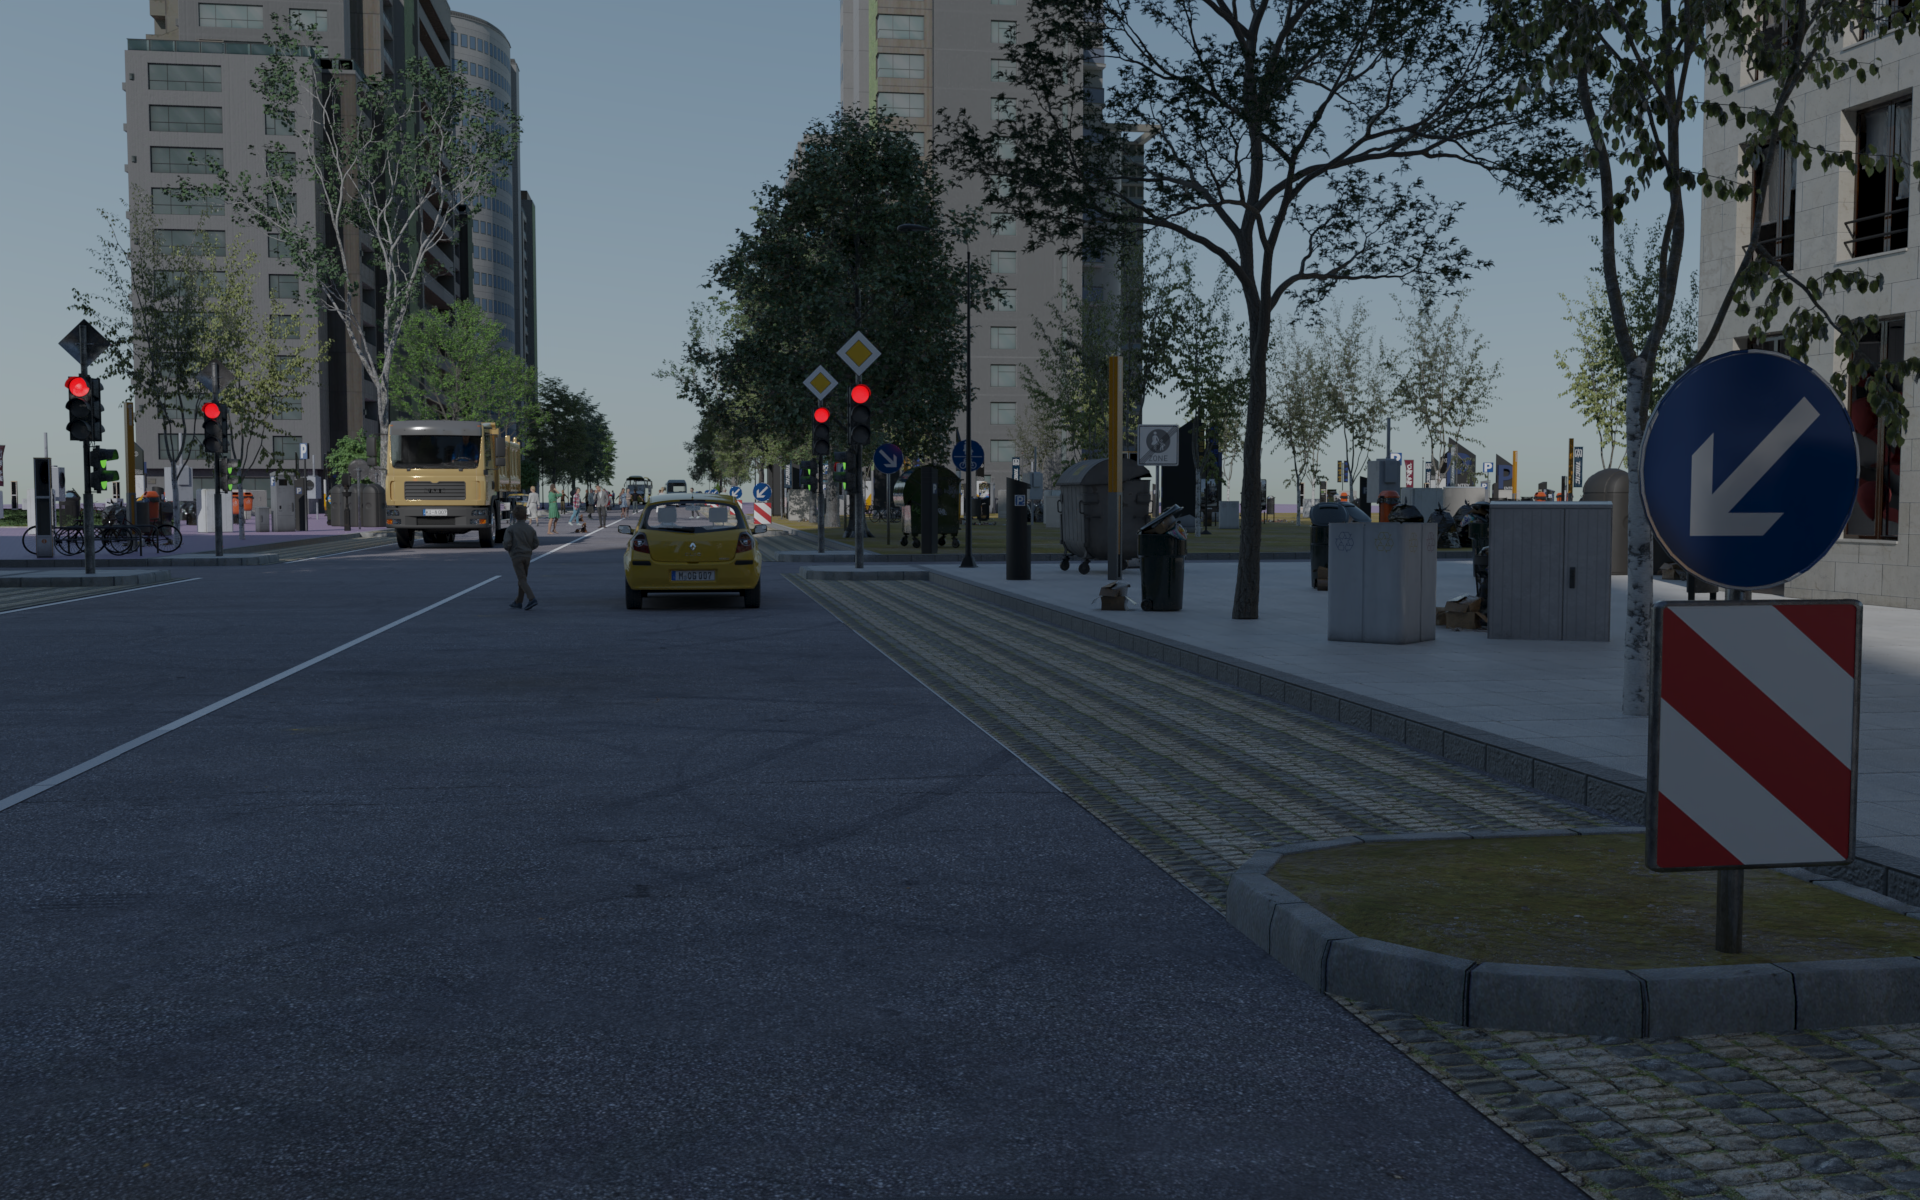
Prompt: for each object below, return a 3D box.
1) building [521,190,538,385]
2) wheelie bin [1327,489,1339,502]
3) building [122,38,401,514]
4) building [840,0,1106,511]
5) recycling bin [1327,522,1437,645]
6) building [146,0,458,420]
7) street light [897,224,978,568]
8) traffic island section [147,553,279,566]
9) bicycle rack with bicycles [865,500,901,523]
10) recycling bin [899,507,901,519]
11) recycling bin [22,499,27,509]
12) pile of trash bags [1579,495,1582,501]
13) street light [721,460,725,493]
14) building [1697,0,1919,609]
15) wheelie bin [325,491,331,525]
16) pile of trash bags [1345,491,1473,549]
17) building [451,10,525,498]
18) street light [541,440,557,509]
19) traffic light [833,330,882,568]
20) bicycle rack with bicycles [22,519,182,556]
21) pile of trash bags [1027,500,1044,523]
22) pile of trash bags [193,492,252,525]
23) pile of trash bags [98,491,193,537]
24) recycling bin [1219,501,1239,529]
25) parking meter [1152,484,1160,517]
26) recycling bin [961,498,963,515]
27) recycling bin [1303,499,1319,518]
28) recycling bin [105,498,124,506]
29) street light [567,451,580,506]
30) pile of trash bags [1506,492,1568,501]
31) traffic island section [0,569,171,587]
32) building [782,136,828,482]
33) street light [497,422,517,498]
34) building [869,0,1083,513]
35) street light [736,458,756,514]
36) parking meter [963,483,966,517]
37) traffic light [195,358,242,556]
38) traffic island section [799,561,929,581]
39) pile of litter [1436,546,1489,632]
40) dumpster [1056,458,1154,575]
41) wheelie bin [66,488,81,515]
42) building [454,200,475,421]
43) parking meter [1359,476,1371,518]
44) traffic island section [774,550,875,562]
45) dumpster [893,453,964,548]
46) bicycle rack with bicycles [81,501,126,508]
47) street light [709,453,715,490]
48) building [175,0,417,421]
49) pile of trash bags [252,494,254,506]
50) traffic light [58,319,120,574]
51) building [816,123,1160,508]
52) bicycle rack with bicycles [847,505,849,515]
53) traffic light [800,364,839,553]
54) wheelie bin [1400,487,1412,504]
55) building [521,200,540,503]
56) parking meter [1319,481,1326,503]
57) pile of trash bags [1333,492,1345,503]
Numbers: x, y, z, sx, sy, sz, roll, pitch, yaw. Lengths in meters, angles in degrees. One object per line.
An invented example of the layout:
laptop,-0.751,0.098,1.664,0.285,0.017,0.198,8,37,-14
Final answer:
building,-67.965,-36.523,247.254,14.600,45.320,14.200,-1,4,-9
wheelie bin,23.921,-6.324,111.301,0.980,1.594,0.693,-1,4,-12
building,-45.578,-20.983,114.773,14.160,30.474,14.107,-1,4,-9
building,0.634,-36.800,143.680,21.231,58.520,28.212,-1,4,-9
recycling bin,3.701,-0.160,15.175,0.722,1.027,0.722,3,5,39
building,-54.760,-31.908,145.390,21.300,48.544,21.600,-1,4,-9
street light,-0.385,-3.516,30.035,1.470,5.913,1.316,-1,4,-9
traffic island section,-15.336,-0.828,35.818,2.009,0.180,2.903,-1,4,-9
bicycle rack with bicycles,-2.681,-3.948,77.925,2.925,0.926,2.852,-1,4,-21
recycling bin,-2.926,-4.808,91.160,0.722,1.027,0.722,0,4,-3
recycling bin,-51.849,-5.137,96.549,0.722,1.027,0.722,-2,4,-26
pile of trash bags,42.517,-6.650,118.484,3.447,1.369,1.912,2,4,32
street light,-20.039,-10.903,150.802,1.470,5.913,1.316,-1,4,-9
building,16.398,-9.827,15.427,10.420,20.320,16.860,-1,4,-9
wheelie bin,-25.633,-3.860,71.019,0.693,1.594,0.980,-1,4,-14
pile of trash bags,11.297,-1.998,42.426,1.912,1.369,3.447,-1,4,-21
building,-65.314,-40.908,210.841,21.231,58.520,28.212,-1,4,-9
street light,-35.121,-10.733,148.024,1.470,5.913,1.316,-1,4,-9
traffic light,-1.759,-2.502,29.823,0.839,4.253,0.868,-1,4,-9
bicycle rack with bicycles,-18.196,-1.415,36.516,2.925,0.926,2.852,-1,4,-13
pile of trash bags,3.975,-4.210,78.585,3.447,1.369,1.912,3,5,42
pile of trash bags,-31.325,-3.769,71.382,3.447,1.369,1.912,-1,4,-11
pile of trash bags,-25.058,-2.643,52.969,1.912,1.369,3.447,-3,4,-39
recycling bin,9.905,-3.133,63.780,0.722,1.027,0.722,0,4,7
parking meter,10.850,-5.512,95.834,0.399,1.863,0.255,1,4,17
recycling bin,0.509,-5.628,104.580,0.722,1.027,0.722,-3,4,-37
recycling bin,19.106,-4.986,94.080,0.722,1.027,0.722,-1,4,-19
recycling bin,-49.177,-5.395,100.766,0.722,1.027,0.722,0,4,7
street light,-41.295,-12.987,184.882,1.470,5.913,1.316,-1,4,-9
pile of trash bags,24.599,-3.993,75.030,1.912,1.369,3.447,0,4,-3
traffic island section,-14.046,-0.346,27.938,2.009,0.180,2.903,-1,4,-9
building,-12.306,-37.516,232.993,23.786,49.044,30.456,-1,4,-9
street light,-29.142,-8.486,111.284,1.470,5.913,1.316,-1,4,-9
building,0.407,-26.823,122.146,14.154,41.232,14.086,-1,4,-9
street light,-13.990,-8.636,113.734,1.470,5.913,1.316,-1,4,-9
parking meter,0.387,-5.471,95.155,0.255,1.863,0.399,2,4,34
traffic light,-15.295,-2.861,35.690,0.839,4.253,0.868,-1,4,-9
traffic island section,-1.717,-0.469,29.944,2.009,0.180,2.903,-1,4,-9
pile of litter,4.969,-0.176,16.850,1.176,0.858,1.719,2,4,26
dumpster,2.367,-1.377,28.277,1.264,1.857,1.865,-1,4,-9
wheelie bin,-43.427,-4.706,84.848,0.693,1.594,0.980,-2,4,-25
building,-54.101,-24.035,164.677,14.160,30.474,14.107,-1,4,-9
parking meter,13.075,-3.063,55.795,0.399,1.863,0.255,0,4,6
traffic island section,-3.008,-0.951,37.824,2.009,0.180,2.903,-1,4,-9
dumpster,-0.749,-2.402,41.763,1.502,2.255,1.985,-1,4,-9
bicycle rack with bicycles,-43.258,-4.593,88.481,2.925,0.926,2.852,1,4,12
street light,-27.545,-13.682,196.242,1.470,5.913,1.316,-1,4,-9
building,-48.486,-27.217,128.590,14.154,41.232,14.086,-1,4,-9
pile of trash bags,-36.257,-4.574,84.537,3.447,1.369,1.912,-3,4,-38
traffic light,-14.005,-2.379,27.810,0.839,4.253,0.868,-1,4,-9
building,1.222,-29.310,171.094,32.217,40.220,23.993,-1,4,-9
bicycle rack with bicycles,-5.535,-5.433,102.216,2.925,0.926,2.852,-1,4,-16
traffic light,-3.049,-2.984,37.704,0.839,4.253,0.868,-1,4,-9
wheelie bin,20.290,-4.349,79.021,0.980,1.594,0.693,0,4,-3
building,-64.548,-33.596,232.883,14.154,41.232,14.086,-1,4,-9
parking meter,16.117,-4.357,76.950,0.255,1.863,0.399,0,4,5
pile of trash bags,21.187,-5.213,94.988,1.912,1.369,3.447,1,4,16
